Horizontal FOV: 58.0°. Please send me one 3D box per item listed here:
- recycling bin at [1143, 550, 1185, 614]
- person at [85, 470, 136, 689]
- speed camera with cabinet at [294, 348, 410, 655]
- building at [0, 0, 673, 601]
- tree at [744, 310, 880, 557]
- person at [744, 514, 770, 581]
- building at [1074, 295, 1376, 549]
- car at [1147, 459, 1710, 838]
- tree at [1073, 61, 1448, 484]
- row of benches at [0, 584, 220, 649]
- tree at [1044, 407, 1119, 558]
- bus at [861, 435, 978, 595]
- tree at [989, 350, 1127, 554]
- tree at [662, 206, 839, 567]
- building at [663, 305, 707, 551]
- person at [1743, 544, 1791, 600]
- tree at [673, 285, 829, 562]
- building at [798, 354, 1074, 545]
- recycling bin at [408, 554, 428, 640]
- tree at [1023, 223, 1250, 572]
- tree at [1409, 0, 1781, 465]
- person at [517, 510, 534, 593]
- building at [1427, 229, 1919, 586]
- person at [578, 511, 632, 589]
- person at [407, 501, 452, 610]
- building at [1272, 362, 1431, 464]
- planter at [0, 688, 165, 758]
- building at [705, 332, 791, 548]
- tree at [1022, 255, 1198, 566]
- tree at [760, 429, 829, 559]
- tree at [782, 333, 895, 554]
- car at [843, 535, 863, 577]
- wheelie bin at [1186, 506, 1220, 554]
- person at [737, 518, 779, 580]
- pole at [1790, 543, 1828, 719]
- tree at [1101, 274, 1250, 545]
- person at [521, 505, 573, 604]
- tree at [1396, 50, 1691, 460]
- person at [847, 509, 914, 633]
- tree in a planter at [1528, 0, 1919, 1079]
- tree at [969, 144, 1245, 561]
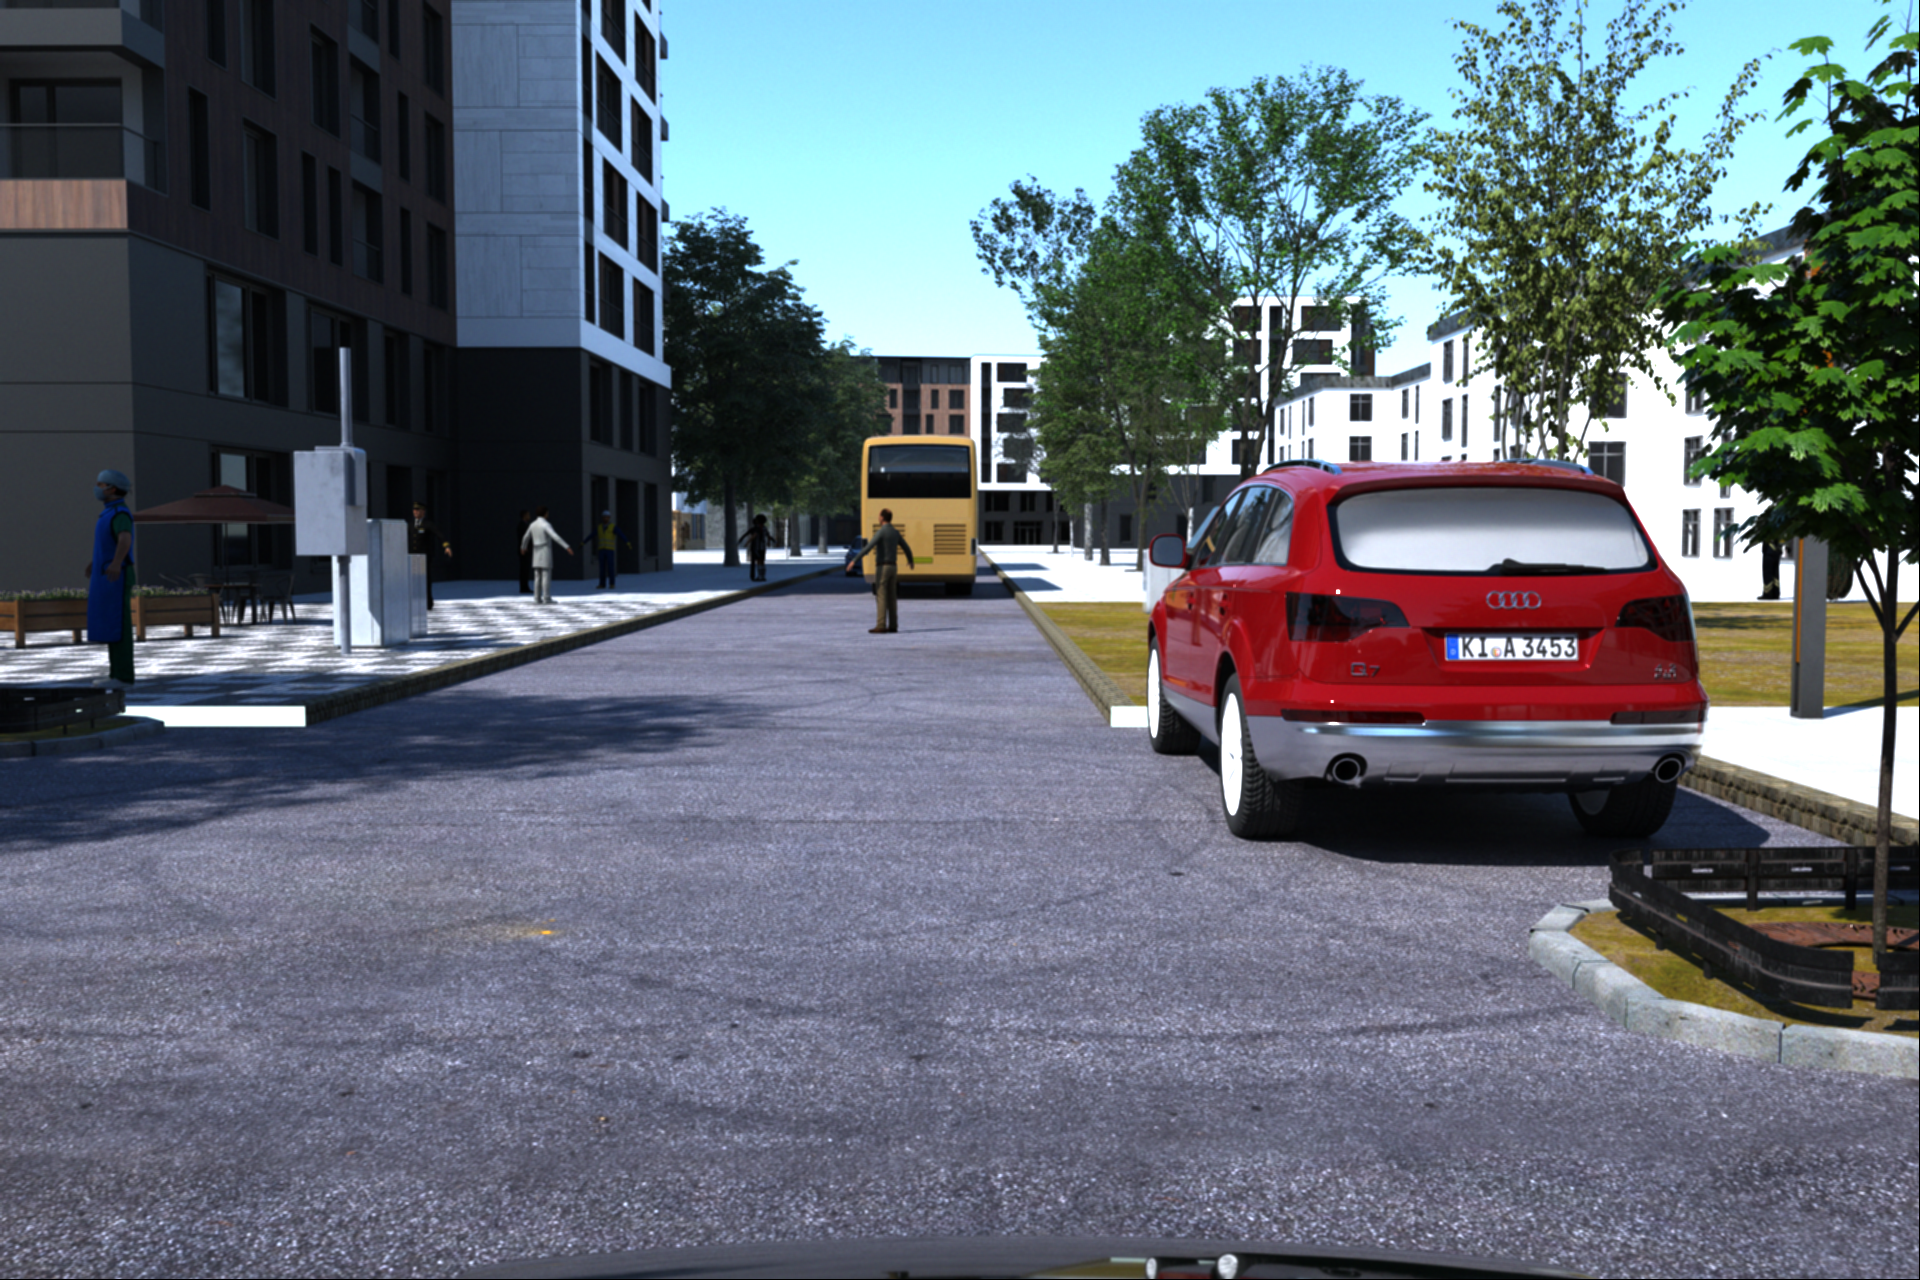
[{"bbox_3d":[3.345,-0.944,27.996,0.722,1.027,0.722,0,4,1],"label":"recycling bin"},{"bbox_3d":[-7.083,-0.509,14.449,0.704,1.817,1.347,-2,4,-34],"label":"person"},{"bbox_3d":[-6.720,-1.519,19.175,0.660,3.252,2.038,0,4,0],"label":"speed camera with cabinet"},{"bbox_3d":[-24.342,-12.307,45.199,27.936,21.610,32.646,0,4,1],"label":"building"},{"bbox_3d":[-9.350,-11.698,97.923,9.857,13.997,8.962,0,3,0],"label":"tree"},{"bbox_3d":[-5.434,-2.496,46.947,0.704,1.843,1.345,1,4,22],"label":"person"},{"bbox_3d":[24.644,-19.616,164.689,27.936,21.610,32.646,0,4,1],"label":"building"},{"bbox_3d":[2.275,-0.064,9.716,2.281,1.827,5.304,0,4,0],"label":"car"},{"bbox_3d":[6.509,-6.886,38.342,9.928,11.665,9.643,0,3,0],"label":"tree"},{"bbox_3d":[-10.523,-0.268,19.845,1.422,0.672,4.104,2,4,33],"label":"row of benches"},{"bbox_3d":[5.936,-8.786,94.014,4.360,8.622,3.978,0,3,0],"label":"tree"},{"bbox_3d":[-0.901,-3.175,43.454,2.896,3.916,12.252,0,4,0],"label":"bus"},{"bbox_3d":[6.357,-12.382,112.822,12.009,13.543,11.850,0,3,0],"label":"tree"},{"bbox_3d":[-8.943,-9.855,67.784,9.857,13.997,8.962,0,3,0],"label":"tree"},{"bbox_3d":[-26.375,-16.905,132.812,16.016,20.090,11.380,0,4,0],"label":"building"},{"bbox_3d":[15.761,-1.707,33.690,1.354,1.856,0.705,-2,4,-29],"label":"person"},{"bbox_3d":[-10.066,-9.880,79.661,7.486,12.596,7.792,0,3,0],"label":"tree"},{"bbox_3d":[-2.556,-22.168,208.874,32.646,21.610,27.936,-1,4,-9],"label":"building"},{"bbox_3d":[-7.016,-0.536,21.313,0.722,1.027,0.722,0,4,-1],"label":"recycling bin"},{"bbox_3d":[6.124,-8.137,58.788,9.928,11.665,9.643,0,3,0],"label":"tree"},{"bbox_3d":[7.806,-4.369,21.801,4.737,8.622,4.395,0,3,0],"label":"tree"},{"bbox_3d":[-9.425,-1.921,37.633,0.704,1.802,1.346,-2,4,-26],"label":"person"},{"bbox_3d":[23.321,-6.965,56.029,9.099,9.664,28.070,0,4,0],"label":"building"},{"bbox_3d":[-8.343,-2.132,40.825,1.349,1.833,0.705,1,4,13],"label":"person"},{"bbox_3d":[-9.102,-1.421,29.166,1.347,1.837,0.705,1,4,18],"label":"person"},{"bbox_3d":[23.667,-9.179,92.218,9.099,9.664,28.070,0,3,0],"label":"building"},{"bbox_3d":[-6.715,0.561,11.969,1.991,0.319,1.994,0,4,0],"label":"planter"},{"bbox_3d":[-26.297,-20.566,167.182,19.493,23.208,18.063,0,3,0],"label":"building"},{"bbox_3d":[6.074,-9.246,69.301,7.486,12.596,7.792,0,3,0],"label":"tree"},{"bbox_3d":[-8.863,-8.390,87.541,4.360,8.622,3.978,0,3,0],"label":"tree"},{"bbox_3d":[-8.888,-12.479,110.691,9.857,13.997,8.962,0,3,0],"label":"tree"},{"bbox_3d":[-2.985,-2.916,59.674,2.014,1.417,4.499,0,4,0],"label":"car"},{"bbox_3d":[2.895,-0.703,19.400,0.693,1.594,0.980,0,4,-1],"label":"wheelie bin"},{"bbox_3d":[-5.641,-2.541,48.269,1.216,1.740,0.721,1,4,9],"label":"person"},{"bbox_3d":[5.915,-1.111,12.002,0.158,3.312,0.155,0,3,0],"label":"pole"},{"bbox_3d":[6.503,-5.975,48.061,4.360,8.622,3.978,0,3,0],"label":"tree"},{"bbox_3d":[-7.662,-1.573,31.901,1.347,1.806,0.705,2,4,35],"label":"person"},{"bbox_3d":[9.056,-4.705,27.293,4.737,8.622,4.395,0,3,0],"label":"tree"},{"bbox_3d":[-1.092,-1.001,25.099,0.705,1.796,1.348,3,5,42],"label":"person"},{"bbox_3d":[2.924,-0.500,5.403,1.991,3.239,1.994,0,3,0],"label":"tree in a planter"},{"bbox_3d":[7.574,-13.856,82.439,12.611,20.169,13.585,0,3,0],"label":"tree"}]
